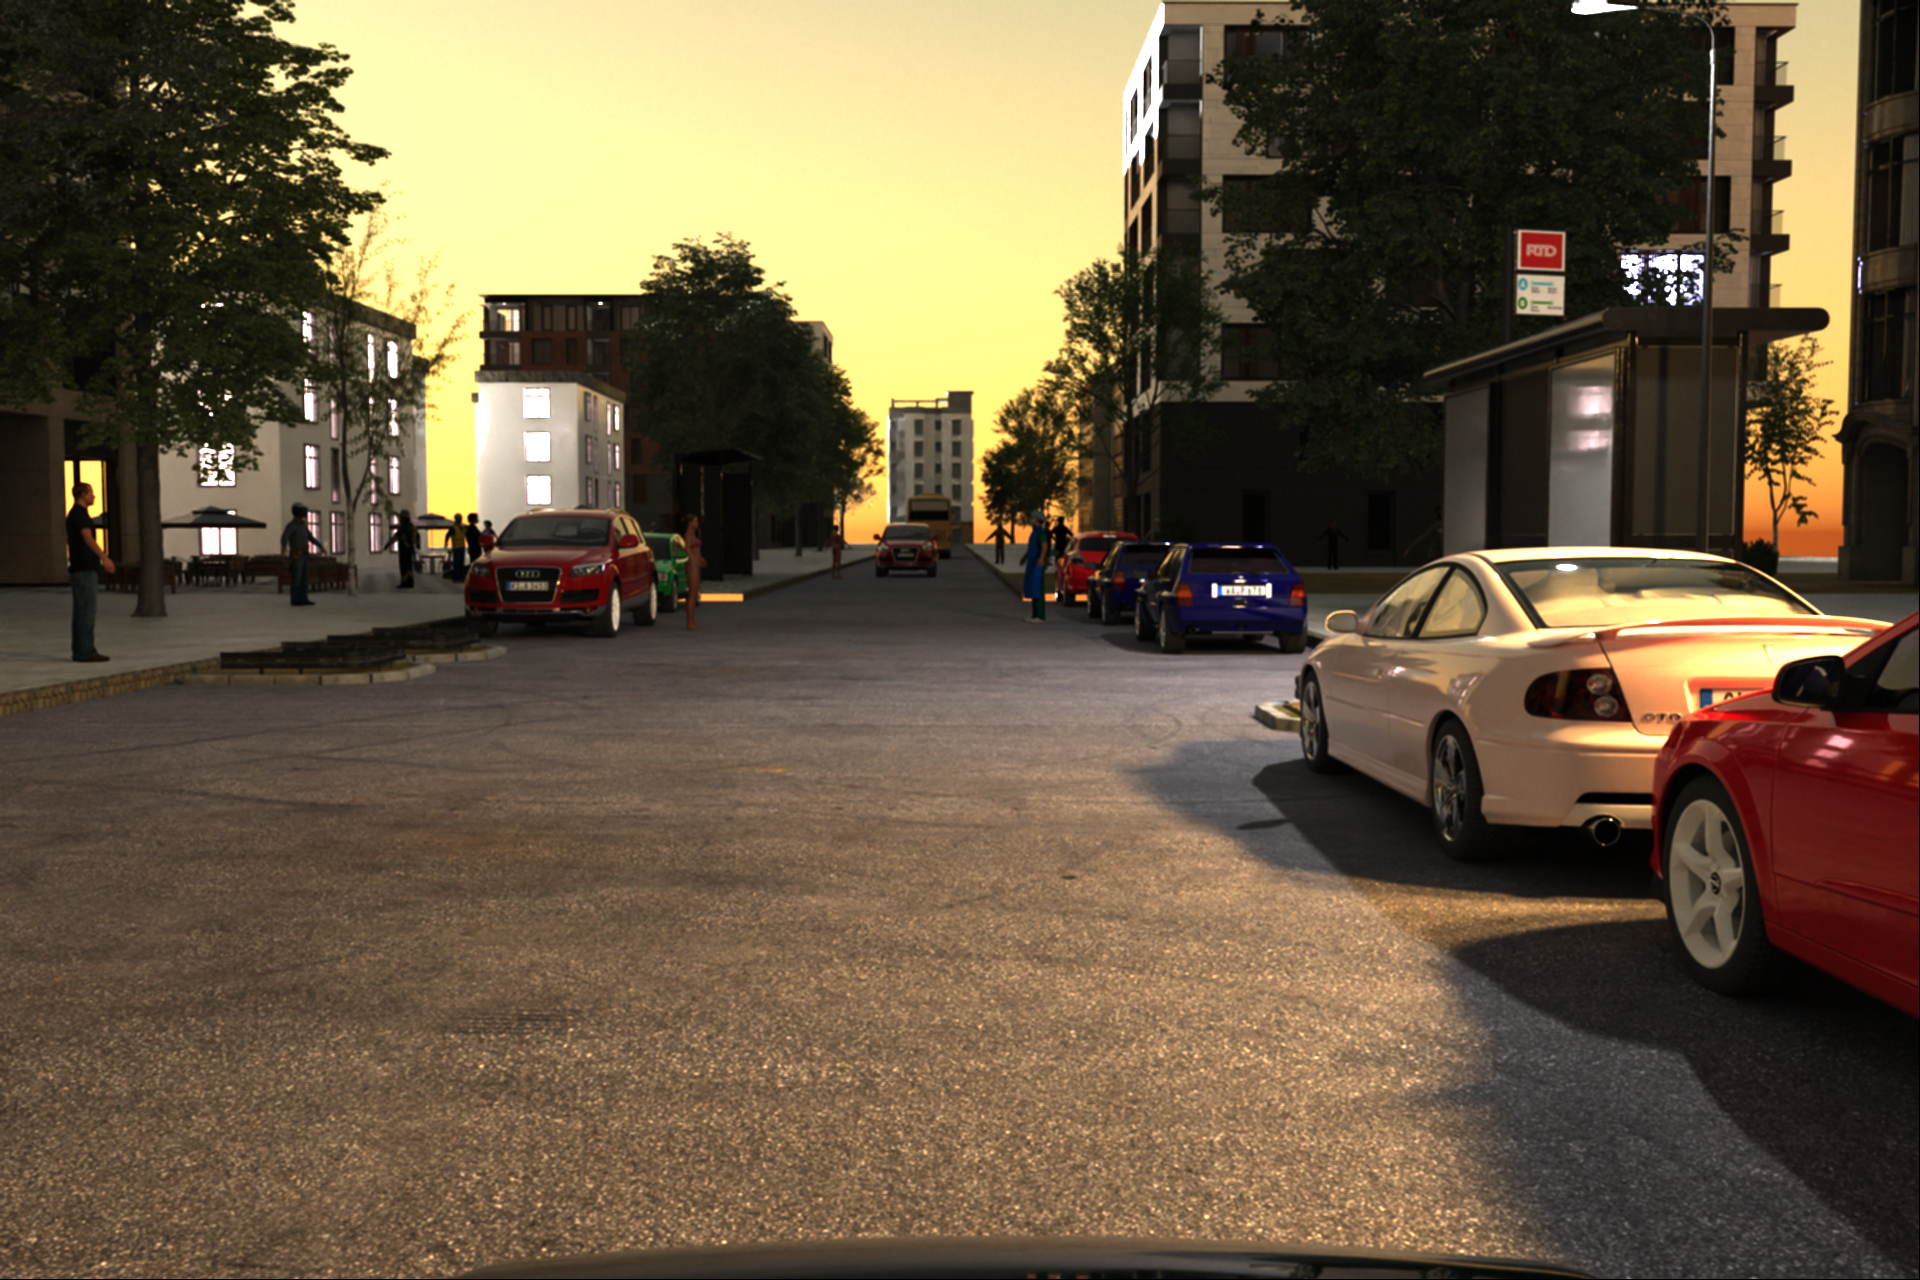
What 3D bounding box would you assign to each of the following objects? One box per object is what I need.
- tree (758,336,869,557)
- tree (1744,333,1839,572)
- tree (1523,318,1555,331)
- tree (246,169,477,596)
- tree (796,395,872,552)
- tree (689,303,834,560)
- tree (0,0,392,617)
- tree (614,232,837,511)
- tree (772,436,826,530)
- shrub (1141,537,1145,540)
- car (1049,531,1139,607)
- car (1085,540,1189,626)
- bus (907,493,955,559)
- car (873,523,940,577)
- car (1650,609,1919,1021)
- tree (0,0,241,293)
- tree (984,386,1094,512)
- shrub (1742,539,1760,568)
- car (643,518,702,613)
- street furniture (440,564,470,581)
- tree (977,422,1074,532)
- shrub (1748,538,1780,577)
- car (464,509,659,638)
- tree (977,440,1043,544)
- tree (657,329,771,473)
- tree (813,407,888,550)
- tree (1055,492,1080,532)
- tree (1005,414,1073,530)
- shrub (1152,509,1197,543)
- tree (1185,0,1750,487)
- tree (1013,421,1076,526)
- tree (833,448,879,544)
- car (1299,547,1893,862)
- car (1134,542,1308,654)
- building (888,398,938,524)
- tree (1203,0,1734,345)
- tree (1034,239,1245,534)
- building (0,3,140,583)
[{"bbox_3d":[-8.870,-11.056,98.898,7.486,12.596,7.792,0,3,0],"label":"tree"},{"bbox_3d":[26.459,-6.476,56.238,4.737,8.622,4.395,0,3,0],"label":"tree"},{"bbox_3d":[19.161,-6.521,56.974,4.360,8.622,3.978,0,3,0],"label":"tree"},{"bbox_3d":[-12.865,-5.222,35.738,4.360,8.622,3.978,0,3,0],"label":"tree"},{"bbox_3d":[-10.153,-12.292,126.737,9.928,11.665,9.643,0,3,0],"label":"tree"},{"bbox_3d":[-10.018,-10.204,84.958,7.486,12.596,7.792,0,3,0],"label":"tree"},{"bbox_3d":[-12.839,-6.653,26.908,7.486,12.596,7.792,0,3,0],"label":"tree"},{"bbox_3d":[-9.707,-10.196,73.354,9.857,13.997,8.962,0,3,0],"label":"tree"},{"bbox_3d":[-10.013,-9.557,106.619,4.360,8.622,3.978,0,3,0],"label":"tree"},{"bbox_3d":[5.590,-2.529,52.468,1.383,1.207,1.383,0,3,0],"label":"shrub"},{"bbox_3d":[2.928,-1.622,35.567,2.155,1.783,4.494,0,3,0],"label":"car"},{"bbox_3d":[3.074,-0.973,28.483,1.945,1.354,3.894,0,4,-1],"label":"car"},{"bbox_3d":[-1.761,-6.897,104.305,2.896,3.916,12.252,0,3,0],"label":"bus"},{"bbox_3d":[-1.808,-3.107,59.473,2.281,1.827,5.304,0,4,0],"label":"car"},{"bbox_3d":[3.237,0.300,4.131,2.155,1.783,4.494,0,4,-1],"label":"car"},{"bbox_3d":[-12.515,-6.441,15.674,12.009,13.543,11.850,0,3,0],"label":"tree"},{"bbox_3d":[5.531,-11.871,119.844,9.928,11.665,9.643,0,3,0],"label":"tree"},{"bbox_3d":[19.167,-1.934,42.733,1.383,1.207,1.383,0,3,0],"label":"shrub"},{"bbox_3d":[-6.057,-1.478,32.962,1.959,1.807,4.718,0,3,0],"label":"car"},{"bbox_3d":[-11.922,-2.205,51.679,5.734,0.657,10.072,0,4,2],"label":"street furniture"},{"bbox_3d":[5.681,-12.437,137.765,7.601,10.594,8.767,3,4,36],"label":"tree"},{"bbox_3d":[22.481,-2.293,48.608,1.383,1.207,1.383,0,3,0],"label":"shrub"},{"bbox_3d":[-5.779,-1.036,25.607,2.281,1.827,5.304,0,4,-1],"label":"car"},{"bbox_3d":[7.179,-19.908,232.151,9.857,13.997,8.962,0,3,0],"label":"tree"},{"bbox_3d":[-9.634,-6.895,63.088,4.360,8.622,3.978,0,3,0],"label":"tree"},{"bbox_3d":[-9.435,-13.132,140.470,9.928,11.665,9.643,0,3,0],"label":"tree"},{"bbox_3d":[14.974,-17.415,235.090,4.737,8.622,4.395,0,3,0],"label":"tree"},{"bbox_3d":[5.331,-9.538,106.308,4.360,8.622,3.978,0,3,0],"label":"tree"},{"bbox_3d":[6.921,-3.132,55.250,1.661,2.075,1.752,0,3,0],"label":"shrub"},{"bbox_3d":[9.426,-7.692,32.415,9.857,13.997,8.962,0,3,0],"label":"tree"},{"bbox_3d":[5.247,-9.902,112.255,4.737,8.622,4.395,0,3,0],"label":"tree"},{"bbox_3d":[-16.226,-19.740,233.125,12.009,13.543,11.850,0,3,0],"label":"tree"},{"bbox_3d":[3.048,0.208,8.968,2.083,1.381,4.827,0,4,-1],"label":"car"},{"bbox_3d":[3.253,-0.583,22.107,1.945,1.354,3.894,0,4,-1],"label":"car"},{"bbox_3d":[-9.330,-22.865,232.715,11.380,20.090,16.016,0,4,-3],"label":"building"},{"bbox_3d":[12.933,-11.620,45.869,12.611,20.169,13.585,0,3,0],"label":"tree"},{"bbox_3d":[6.165,-8.297,61.415,9.928,11.665,9.643,0,3,0],"label":"tree"},{"bbox_3d":[-31.519,-13.774,28.406,19.350,26.588,34.151,0,4,0],"label":"building"}]
